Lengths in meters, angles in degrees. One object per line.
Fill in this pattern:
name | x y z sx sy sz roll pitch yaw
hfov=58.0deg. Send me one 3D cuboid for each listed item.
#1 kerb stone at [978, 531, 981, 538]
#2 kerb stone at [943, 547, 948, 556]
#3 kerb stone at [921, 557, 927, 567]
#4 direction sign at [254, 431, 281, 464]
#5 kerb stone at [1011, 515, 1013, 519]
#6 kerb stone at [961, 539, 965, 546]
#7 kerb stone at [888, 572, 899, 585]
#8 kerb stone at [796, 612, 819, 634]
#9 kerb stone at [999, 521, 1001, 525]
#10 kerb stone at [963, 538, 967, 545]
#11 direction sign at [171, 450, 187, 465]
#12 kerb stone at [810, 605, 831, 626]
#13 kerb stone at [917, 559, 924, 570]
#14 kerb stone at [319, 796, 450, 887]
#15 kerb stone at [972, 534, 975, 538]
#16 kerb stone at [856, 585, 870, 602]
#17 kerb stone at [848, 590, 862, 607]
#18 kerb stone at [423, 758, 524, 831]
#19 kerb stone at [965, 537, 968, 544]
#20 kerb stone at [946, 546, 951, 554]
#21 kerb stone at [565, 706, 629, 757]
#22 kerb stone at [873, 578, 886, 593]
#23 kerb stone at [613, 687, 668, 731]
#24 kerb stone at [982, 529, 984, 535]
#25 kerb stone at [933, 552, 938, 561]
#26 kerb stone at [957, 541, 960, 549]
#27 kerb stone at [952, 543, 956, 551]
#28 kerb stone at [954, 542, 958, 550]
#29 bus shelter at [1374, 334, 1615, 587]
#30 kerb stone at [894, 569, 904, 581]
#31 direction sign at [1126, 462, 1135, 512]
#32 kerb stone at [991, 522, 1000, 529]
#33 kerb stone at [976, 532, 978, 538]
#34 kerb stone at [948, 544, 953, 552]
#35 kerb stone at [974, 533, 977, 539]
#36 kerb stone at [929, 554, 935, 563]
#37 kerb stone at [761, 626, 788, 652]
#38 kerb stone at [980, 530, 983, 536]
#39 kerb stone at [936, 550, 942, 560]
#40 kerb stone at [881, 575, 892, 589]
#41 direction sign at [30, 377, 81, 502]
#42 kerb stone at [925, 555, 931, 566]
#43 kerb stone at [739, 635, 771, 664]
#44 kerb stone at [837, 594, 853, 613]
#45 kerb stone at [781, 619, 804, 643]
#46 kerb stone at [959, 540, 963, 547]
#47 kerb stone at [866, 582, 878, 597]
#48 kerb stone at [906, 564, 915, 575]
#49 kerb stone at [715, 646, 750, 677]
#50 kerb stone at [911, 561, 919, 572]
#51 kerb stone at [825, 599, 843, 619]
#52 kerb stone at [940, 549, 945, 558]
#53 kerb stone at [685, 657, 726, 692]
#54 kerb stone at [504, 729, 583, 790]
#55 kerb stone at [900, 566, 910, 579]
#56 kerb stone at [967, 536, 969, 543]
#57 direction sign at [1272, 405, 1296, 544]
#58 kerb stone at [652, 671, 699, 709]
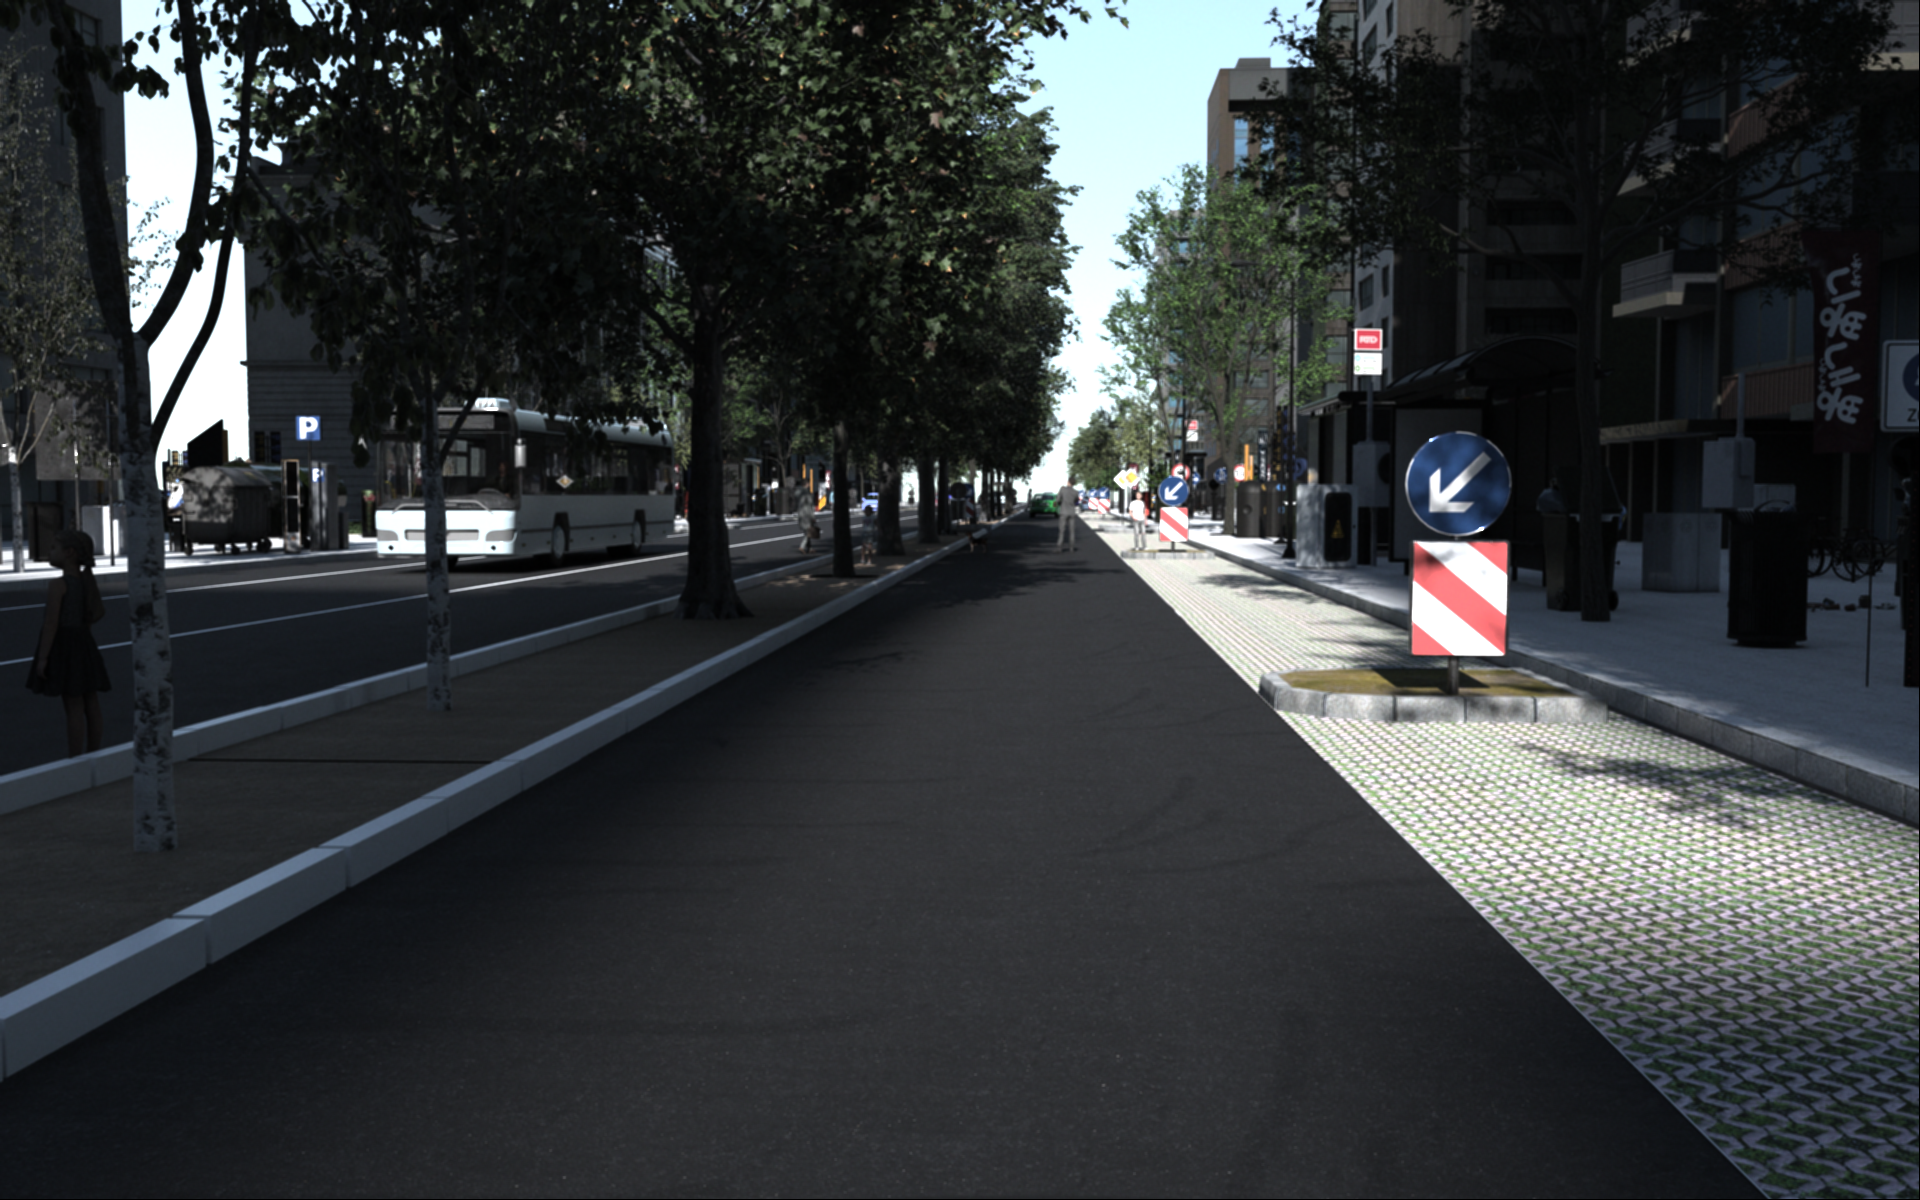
kerb stone | 0.540 -2.125 56.943 0.120 0.150 1.000 0 4 3
kerb stone | -0.432 -1.059 39.549 0.120 0.150 1.000 0 4 3
kerb stone | -0.780 -0.686 33.405 0.120 0.150 1.000 0 4 3
direction sign | -25.019 -4.322 62.668 0.876 3.537 0.379 -1 4 -20
kerb stone | 2.687 -4.467 95.392 0.120 0.150 1.000 0 4 3
kerb stone | -0.033 -1.499 46.704 0.120 0.150 1.000 0 4 3
kerb stone | -1.111 -0.310 27.272 0.120 0.150 1.000 0 4 3
kerb stone | -1.629 0.256 18.059 0.120 0.150 1.000 0 4 3
kerb stone | 1.599 -3.287 75.939 0.120 0.150 1.000 0 4 3
kerb stone | 0.026 -1.558 47.732 0.120 0.150 1.000 0 4 3
direction sign | -40.431 -5.989 89.911 0.876 3.537 0.379 0 4 -6
kerb stone | -1.570 0.191 19.080 0.120 0.150 1.000 0 4 3
kerb stone | -0.827 -0.623 32.383 0.120 0.150 1.000 0 4 3
kerb stone | -2.250 0.941 6.810 0.120 0.150 1.000 0 4 3
kerb stone | 0.304 -1.875 52.855 0.120 0.150 1.000 0 4 3
kerb stone | -1.346 -0.060 23.176 0.120 0.150 1.000 0 4 3
kerb stone | -1.402 0.006 22.150 0.120 0.150 1.000 0 4 3
kerb stone | -2.198 0.879 7.831 0.120 0.150 1.000 0 4 3
kerb stone | 0.079 -1.625 48.763 0.120 0.150 1.000 0 4 3
kerb stone | -0.372 -1.121 40.569 0.120 0.150 1.000 0 4 3
kerb stone | -2.089 0.757 9.881 0.120 0.150 1.000 0 4 3
kerb stone | -1.227 -0.185 25.217 0.120 0.150 1.000 0 4 3
kerb stone | -2.029 0.695 10.902 0.120 0.150 1.000 0 4 3
kerb stone | 0.657 -2.251 58.993 0.120 0.150 1.000 0 4 3
kerb stone | -0.607 -0.873 36.476 0.120 0.150 1.000 0 4 3
kerb stone | -0.148 -1.371 44.657 0.120 0.150 1.000 0 4 3
kerb stone | -0.262 -1.249 42.611 0.120 0.150 1.000 0 4 3
kerb stone | -0.208 -1.311 43.636 0.120 0.150 1.000 0 4 3
bus shelter | 7.428 -1.887 24.774 2.014 3.302 5.546 0 4 3
kerb stone | -1.063 -0.373 28.295 0.120 0.150 1.000 0 4 3
direction sign | 12.860 -8.452 130.180 0.876 3.537 0.379 3 4 38
kerb stone | 1.548 -3.220 74.910 0.120 0.150 1.000 0 4 3
kerb stone | 0.418 -1.999 54.896 0.120 0.150 1.000 0 4 3
kerb stone | -0.317 -1.186 41.590 0.120 0.150 1.000 0 4 3
kerb stone | 0.372 -1.938 53.875 0.120 0.150 1.000 0 4 3
kerb stone | -0.664 -0.811 35.456 0.120 0.150 1.000 0 4 3
kerb stone | -1.747 0.378 16.014 0.120 0.150 1.000 0 4 3
kerb stone | 0.599 -2.185 57.964 0.120 0.150 1.000 0 4 3
kerb stone | -0.539 -0.930 37.498 0.120 0.150 1.000 0 4 3
kerb stone | -1.172 -0.246 26.243 0.120 0.150 1.000 0 4 3
direction sign | -17.509 -2.546 33.626 0.876 3.537 0.379 -2 4 -35
kerb stone | -0.724 -0.748 34.425 0.120 0.150 1.000 0 4 3
kerb stone | -1.803 0.445 14.987 0.120 0.150 1.000 0 4 3
kerb stone | -1.456 0.065 21.129 0.120 0.150 1.000 0 4 3
kerb stone | -1.688 0.320 17.037 0.120 0.150 1.000 0 4 3
kerb stone | -0.085 -1.436 45.677 0.120 0.150 1.000 0 4 3
kerb stone | -1.289 -0.122 24.196 0.120 0.150 1.000 0 4 3
kerb stone | -0.942 -0.498 30.336 0.120 0.150 1.000 0 4 3
kerb stone | -1.863 0.507 13.964 0.120 0.150 1.000 0 4 3
kerb stone | -0.890 -0.561 31.363 0.120 0.150 1.000 0 4 3
kerb stone | -1.513 0.128 20.107 0.120 0.150 1.000 0 4 3
kerb stone | -0.479 -0.996 38.519 0.120 0.150 1.000 0 4 3
kerb stone | -1.920 0.567 12.943 0.120 0.150 1.000 0 4 3
kerb stone | -2.138 0.816 8.857 0.120 0.150 1.000 0 4 3
kerb stone | -0.995 -0.429 29.315 0.120 0.150 1.000 0 4 3
kerb stone | 0.141 -1.688 49.791 0.120 0.150 1.000 0 4 3
direction sign | 8.257 -3.208 44.450 0.379 3.537 0.876 0 4 -7
kerb stone | -1.976 0.630 11.922 0.120 0.150 1.000 0 4 3
